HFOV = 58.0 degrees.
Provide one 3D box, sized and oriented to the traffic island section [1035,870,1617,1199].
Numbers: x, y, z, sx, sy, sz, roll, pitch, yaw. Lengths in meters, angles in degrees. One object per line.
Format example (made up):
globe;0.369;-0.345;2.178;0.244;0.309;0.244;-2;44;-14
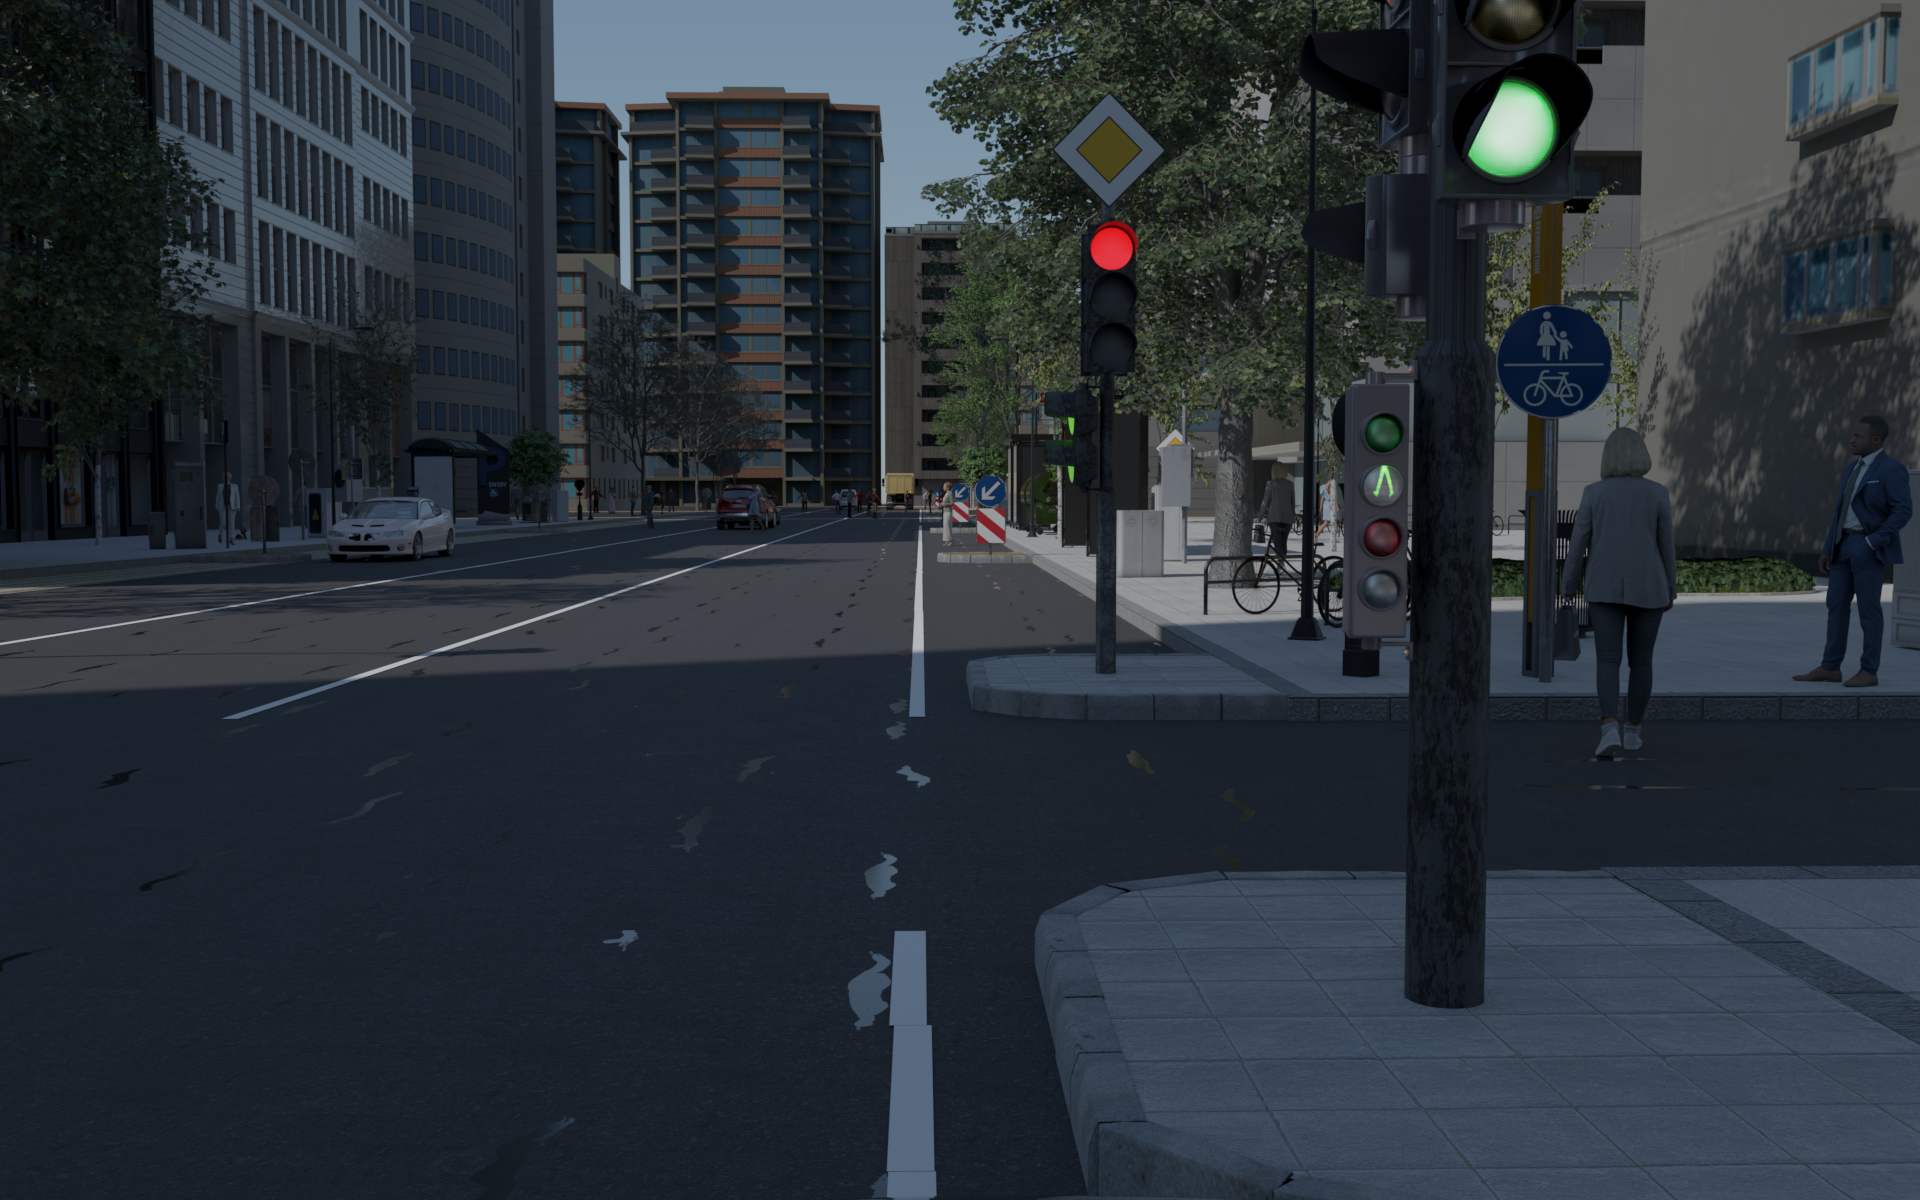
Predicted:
traffic island section;1.247;1.092;4.434;2.009;0.180;2.903;0;4;-1

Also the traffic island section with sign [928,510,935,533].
traffic island section with sign;-0.111;-3.418;64.510;1.989;1.847;2.006;0;4;-1

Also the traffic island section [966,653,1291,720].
traffic island section;1.067;0.603;12.417;2.009;0.180;2.903;0;4;-1

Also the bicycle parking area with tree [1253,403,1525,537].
bicycle parking area with tree;13.742;-4.182;55.382;8.231;4.147;9.016;0;4;-3

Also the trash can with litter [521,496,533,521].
trash can with litter;-20.528;-4.350;82.506;0.624;1.170;1.055;-2;4;-31

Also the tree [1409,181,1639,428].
tree;10.126;-5.051;32.943;4.737;8.622;4.395;0;3;0

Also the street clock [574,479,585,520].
street clock;-18.518;-4.878;84.330;0.358;2.002;0.471;3;5;43

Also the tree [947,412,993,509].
tree;1.091;-12.279;151.122;4.360;8.622;3.978;0;3;0

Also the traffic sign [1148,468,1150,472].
traffic sign;4.143;-2.557;41.805;0.884;2.594;0.081;0;4;1

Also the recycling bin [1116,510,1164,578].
recycling bin;2.726;-0.878;26.904;0.722;1.027;0.722;-1;4;-12

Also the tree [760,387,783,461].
tree;-20.004;-13.482;130.800;12.009;13.543;11.850;0;3;0

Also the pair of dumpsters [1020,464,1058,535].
pair of dumpsters;2.869;-3.284;56.187;1.574;2.255;4.437;0;4;-1

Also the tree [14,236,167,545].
tree;-21.916;-5.688;43.355;4.737;8.622;4.395;0;3;0

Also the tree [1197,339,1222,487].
tree;6.826;-6.471;56.159;4.737;8.622;4.395;0;3;0

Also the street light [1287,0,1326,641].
street light;2.523;-2.604;15.116;1.470;5.913;1.316;0;4;-1

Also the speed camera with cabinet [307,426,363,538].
speed camera with cabinet;-18.293;-3.442;50.617;2.038;3.252;0.660;3;4;37

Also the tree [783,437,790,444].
tree;-21.013;-15.387;161.951;12.009;13.543;11.850;0;3;0

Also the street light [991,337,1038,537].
street light;1.608;-4.816;51.288;1.470;5.913;1.316;0;4;-1

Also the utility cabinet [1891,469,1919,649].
utility cabinet;7.982;-0.320;13.913;0.318;1.500;1.173;0;4;-4

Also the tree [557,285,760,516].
tree;-18.965;-11.759;102.625;12.009;13.543;11.850;0;3;0

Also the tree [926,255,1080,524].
tree;2.382;-9.123;74.911;9.928;11.665;9.643;0;3;0

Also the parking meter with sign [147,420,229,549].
parking meter with sign;-18.067;-2.708;40.539;1.738;3.016;0.543;-2;4;-29

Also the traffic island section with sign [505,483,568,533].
traffic island section with sign;-15.511;-3.364;63.621;1.989;1.847;2.006;0;4;-1

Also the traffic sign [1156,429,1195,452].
traffic sign;4.356;-2.152;34.914;0.795;2.593;0.064;0;4;7

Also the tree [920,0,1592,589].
tree;3.670;-7.141;23.417;9.857;13.997;8.962;0;3;0

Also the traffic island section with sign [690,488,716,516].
traffic island section with sign;-16.637;-6.433;113.809;1.989;1.847;2.006;0;4;-1

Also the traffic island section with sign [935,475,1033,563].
traffic island section with sign;0.518;-1.736;37.010;1.989;1.847;2.006;0;4;-1

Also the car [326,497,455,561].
car;-12.586;-1.601;38.530;2.083;1.381;4.827;0;4;-3

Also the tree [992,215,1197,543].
tree;2.820;-5.795;45.114;4.737;8.622;4.395;0;3;0

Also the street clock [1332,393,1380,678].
street clock;2.830;-0.464;12.164;0.471;2.002;0.358;-3;5;-43

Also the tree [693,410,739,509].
tree;-20.464;-11.911;145.103;4.360;8.622;3.978;0;3;0

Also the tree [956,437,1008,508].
tree;1.403;-7.116;100.067;4.285;4.588;4.351;0;3;0

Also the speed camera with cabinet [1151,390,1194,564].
speed camera with cabinet;3.983;-2.347;32.710;0.660;3.252;2.038;0;4;2

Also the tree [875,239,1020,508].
tree;0.469;-16.744;129.658;12.611;20.169;13.585;0;3;0

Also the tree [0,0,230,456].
tree;-17.296;-6.882;29.521;9.611;12.733;9.660;0;3;0

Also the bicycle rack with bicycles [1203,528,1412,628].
bicycle rack with bicycles;4.032;-0.288;18.085;2.925;0.926;2.852;-2;4;-32

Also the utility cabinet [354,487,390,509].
utility cabinet;-19.709;-3.021;58.071;1.173;1.500;0.318;-1;4;-18

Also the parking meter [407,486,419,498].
parking meter;-17.922;-2.958;56.780;0.372;1.533;0.369;0;3;0

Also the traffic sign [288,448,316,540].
traffic sign;-18.333;-2.946;48.270;0.768;2.556;0.104;0;4;1

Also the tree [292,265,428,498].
tree;-18.697;-6.394;54.902;4.360;8.622;3.978;0;3;0

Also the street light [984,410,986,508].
street light;0.735;-7.029;87.461;1.470;5.913;1.316;0;4;-1

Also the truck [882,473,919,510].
truck;-5.529;-10.025;159.834;3.469;3.379;9.791;0;4;-2

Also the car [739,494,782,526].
car;-9.240;-4.291;79.938;2.009;1.686;4.222;0;4;-2

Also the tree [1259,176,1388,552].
tree;8.090;-5.382;38.353;4.360;8.622;3.978;0;3;0

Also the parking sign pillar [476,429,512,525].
parking sign pillar;-19.240;-5.073;71.419;1.447;3.967;1.447;-1;4;-15

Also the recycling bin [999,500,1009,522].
recycling bin;2.119;-3.948;77.106;0.722;1.027;0.722;0;4;-4

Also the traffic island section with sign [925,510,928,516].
traffic island section with sign;-1.219;-6.454;114.146;1.989;1.847;2.006;0;4;-1

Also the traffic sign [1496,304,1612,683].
traffic sign;3.992;-0.711;11.735;0.768;2.556;0.104;0;4;5

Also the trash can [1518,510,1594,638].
trash can;5.398;-0.240;15.571;0.748;1.137;0.748;0;3;0

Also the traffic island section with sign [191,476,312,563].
traffic island section with sign;-14.908;-1.715;36.673;1.989;1.847;2.006;0;4;-1

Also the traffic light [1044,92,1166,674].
traffic light;1.026;-1.430;12.302;0.839;4.253;0.868;0;4;-1

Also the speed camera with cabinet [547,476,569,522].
speed camera with cabinet;-18.958;-5.333;81.532;0.660;3.252;2.038;-2;4;-27

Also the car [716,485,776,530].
car;-8.807;-3.841;71.470;2.281;1.827;5.304;0;4;0

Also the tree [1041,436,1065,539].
tree;3.292;-3.373;49.746;1.663;3.219;1.824;0;3;0

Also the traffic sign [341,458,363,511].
traffic sign;-17.312;-2.888;49.351;0.606;2.300;0.079;0;4;3

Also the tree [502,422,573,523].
tree;-18.976;-5.722;77.271;4.285;4.588;4.351;0;3;0

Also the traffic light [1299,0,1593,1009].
traffic light;-0.883;-1.802;4.131;4.771;5.953;1.251;0;4;-1
